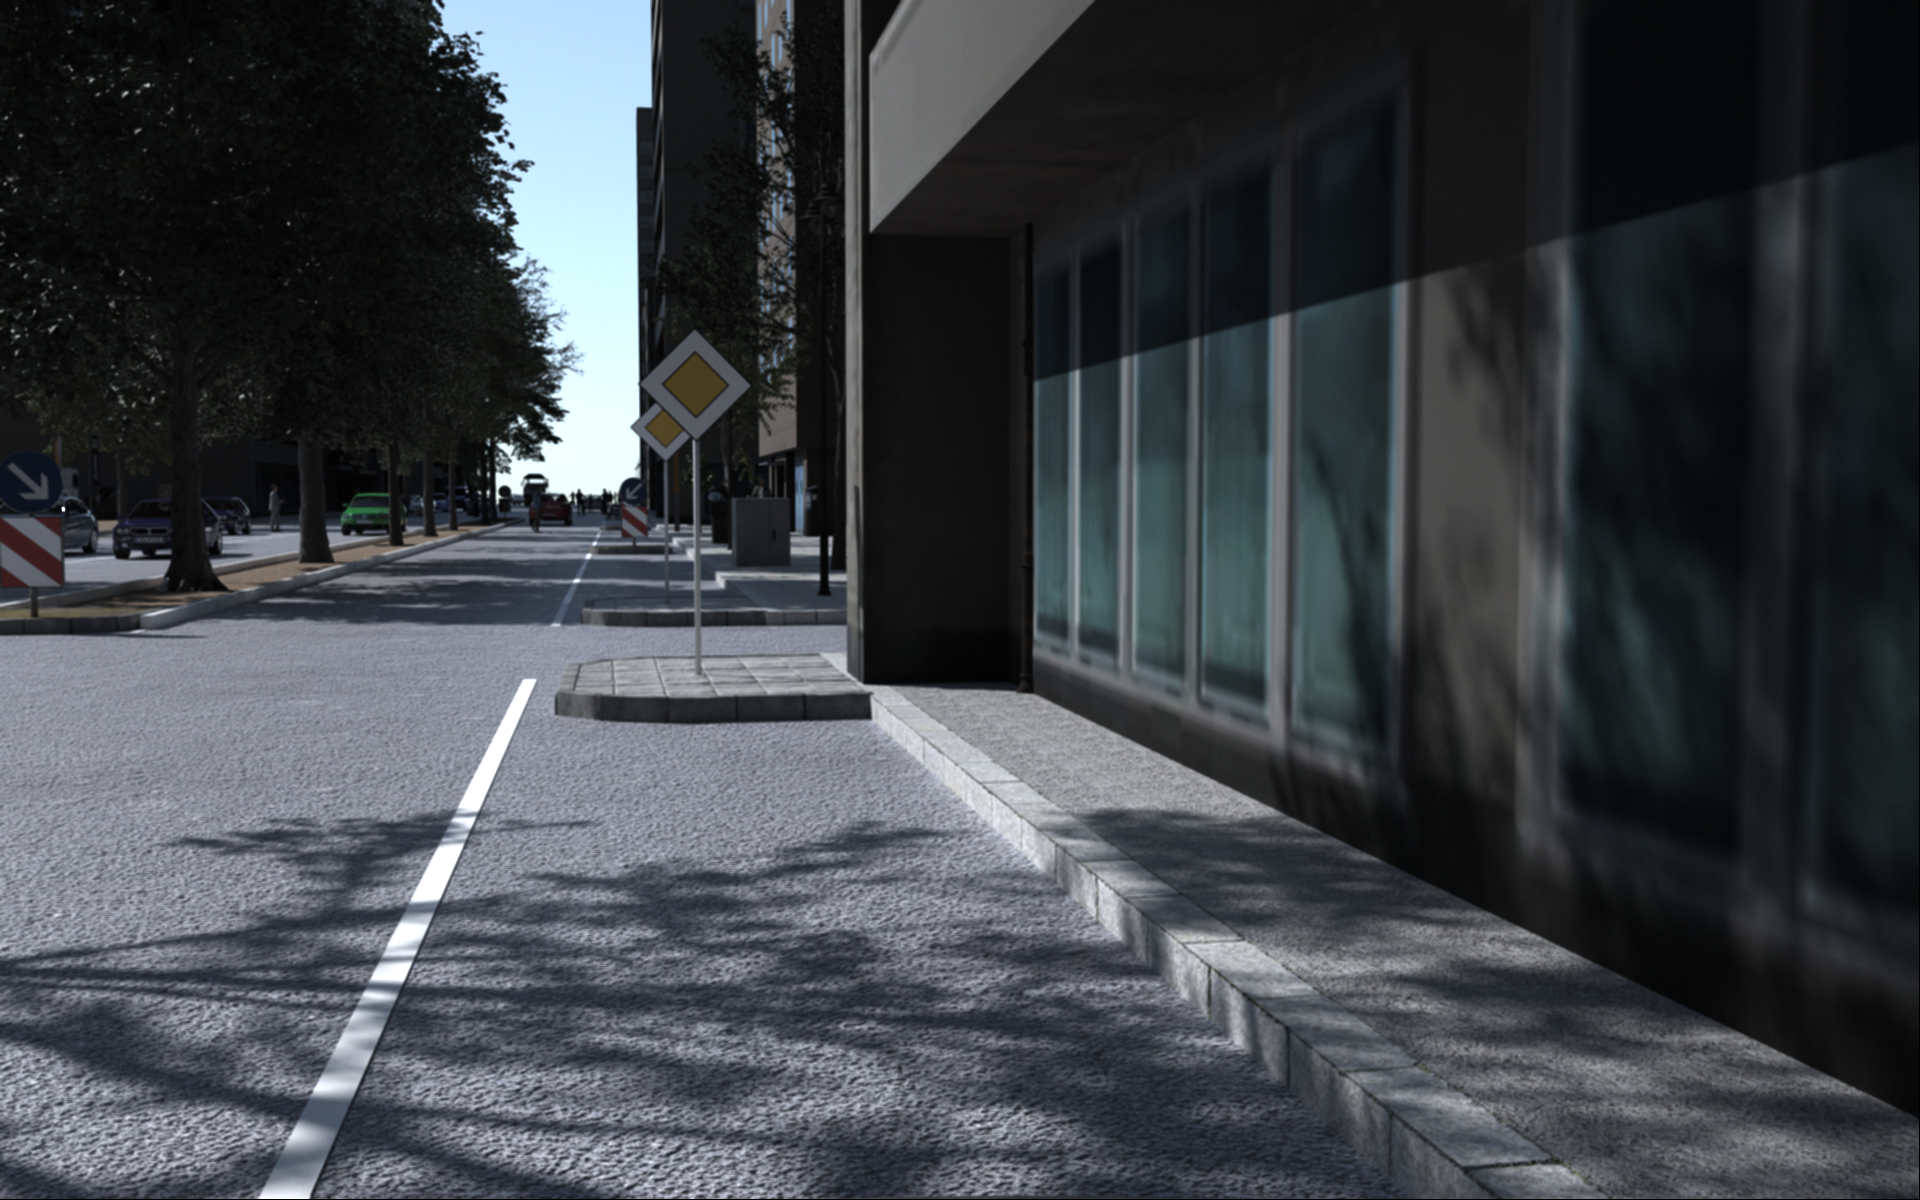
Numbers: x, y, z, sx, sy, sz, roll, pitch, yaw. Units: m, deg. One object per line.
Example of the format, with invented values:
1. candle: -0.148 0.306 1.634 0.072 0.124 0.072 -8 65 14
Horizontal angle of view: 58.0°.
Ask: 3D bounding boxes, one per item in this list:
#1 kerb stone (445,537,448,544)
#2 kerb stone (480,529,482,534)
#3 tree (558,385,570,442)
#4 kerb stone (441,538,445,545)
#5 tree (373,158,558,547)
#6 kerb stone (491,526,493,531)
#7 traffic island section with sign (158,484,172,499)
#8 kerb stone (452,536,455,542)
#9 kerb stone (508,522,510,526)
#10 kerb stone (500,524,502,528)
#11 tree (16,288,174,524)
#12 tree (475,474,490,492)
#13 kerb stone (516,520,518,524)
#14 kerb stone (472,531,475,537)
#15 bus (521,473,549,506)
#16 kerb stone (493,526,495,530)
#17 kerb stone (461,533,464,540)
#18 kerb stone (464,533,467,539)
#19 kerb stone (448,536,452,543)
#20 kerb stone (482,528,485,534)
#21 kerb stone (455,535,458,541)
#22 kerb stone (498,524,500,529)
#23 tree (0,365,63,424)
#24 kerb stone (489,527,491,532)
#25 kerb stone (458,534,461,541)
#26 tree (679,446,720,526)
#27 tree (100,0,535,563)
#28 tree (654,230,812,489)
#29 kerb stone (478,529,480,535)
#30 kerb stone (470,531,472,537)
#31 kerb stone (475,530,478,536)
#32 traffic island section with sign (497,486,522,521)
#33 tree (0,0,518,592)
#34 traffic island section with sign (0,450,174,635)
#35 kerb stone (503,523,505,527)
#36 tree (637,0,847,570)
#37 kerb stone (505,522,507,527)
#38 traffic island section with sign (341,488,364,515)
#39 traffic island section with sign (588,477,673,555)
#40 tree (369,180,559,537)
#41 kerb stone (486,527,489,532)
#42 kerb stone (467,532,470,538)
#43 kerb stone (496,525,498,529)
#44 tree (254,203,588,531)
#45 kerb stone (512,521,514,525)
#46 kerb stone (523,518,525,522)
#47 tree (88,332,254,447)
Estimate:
1. kerb stone: -14.649 -1.633 48.958 0.120 0.150 1.000 -1 4 -11
2. kerb stone: -17.019 -2.371 61.034 0.120 0.150 1.000 -1 4 -11
3. tree: -24.057 -10.313 89.195 7.486 12.596 7.792 0 3 0
4. kerb stone: -14.451 -1.571 47.955 0.120 0.150 1.000 -1 4 -11
5. tree: -15.589 -7.280 47.237 9.928 11.665 9.643 0 3 0
6. kerb stone: -18.022 -2.681 66.049 0.120 0.150 1.000 -1 4 -11
7. traffic island section with sign: -30.143 -3.490 65.691 1.989 1.847 2.006 -1 4 -11
8. kerb stone: -15.046 -1.761 50.983 0.120 0.150 1.000 -1 4 -11
9. kerb stone: -20.002 -3.298 76.125 0.120 0.150 1.000 -1 4 -11
10. kerb stone: -19.011 -2.990 71.085 0.120 0.150 1.000 -1 4 -11
11. tree: -34.879 -9.349 70.980 7.486 12.596 7.792 0 3 0
12. tree: -68.111 -16.091 246.808 4.285 4.588 4.351 0 3 0
13. kerb stone: -21.196 -3.667 82.151 0.120 0.150 1.000 -1 4 -11
14. kerb stone: -16.431 -2.191 58.018 0.120 0.150 1.000 -1 4 -11
15. bus: -50.782 -13.206 207.461 2.896 3.916 12.252 -1 4 -12
16. kerb stone: -18.217 -2.744 67.055 0.120 0.150 1.000 -1 4 -11
17. kerb stone: -15.642 -1.940 53.997 0.120 0.150 1.000 -1 4 -11
18. kerb stone: -15.843 -2.003 55.001 0.120 0.150 1.000 -1 4 -11
19. kerb stone: -14.847 -1.697 49.965 0.120 0.150 1.000 -1 4 -11
20. kerb stone: -17.222 -2.437 62.036 0.120 0.150 1.000 -1 4 -11
21. kerb stone: -15.250 -1.822 51.984 0.120 0.150 1.000 -1 4 -11
22. kerb stone: -18.815 -2.929 70.076 0.120 0.150 1.000 -1 4 -11
23. tree: -29.283 -6.982 48.566 7.601 10.594 8.767 2 4 34
24. kerb stone: -17.823 -2.621 65.047 0.120 0.150 1.000 -1 4 -11
25. kerb stone: -15.439 -1.884 52.995 0.120 0.150 1.000 -1 4 -11
26. tree: -10.420 -4.604 69.873 1.663 3.219 1.824 0 3 0
27. tree: -13.376 -7.731 35.522 9.857 13.997 8.962 0 3 0
28. tree: -6.106 -5.924 47.227 4.737 8.622 4.395 0 3 0
29. kerb stone: -16.834 -2.314 60.029 0.120 0.150 1.000 -1 4 -11
30. kerb stone: -16.243 -2.129 57.014 0.120 0.150 1.000 -1 4 -11
31. kerb stone: -16.630 -2.252 59.021 0.120 0.150 1.000 -1 4 -11
32. traffic island section with sign: -24.289 -5.145 92.256 2.006 1.907 1.989 -1 4 -11
33. tree: -11.367 -6.462 25.126 9.611 12.733 9.660 0 3 0
34. traffic island section with sign: -9.730 -0.636 18.535 2.006 1.907 1.989 -1 4 -11
35. kerb stone: -19.417 -3.113 73.100 0.120 0.150 1.000 -1 4 -11
36. tree: -1.764 -5.801 29.257 7.601 10.594 8.767 -2 4 -31
37. kerb stone: -19.607 -3.175 74.112 0.120 0.150 1.000 -1 4 -11
38. traffic island section with sign: -39.817 -6.487 114.689 1.989 1.847 2.006 -1 4 -11
39. traffic island section with sign: -8.011 -2.040 41.976 1.989 1.847 2.006 -1 4 -11
40. tree: -17.543 -8.351 57.127 7.486 12.596 7.792 0 3 0
41. kerb stone: -17.623 -2.555 64.045 0.120 0.150 1.000 -1 4 -11
42. kerb stone: -16.040 -2.068 56.008 0.120 0.150 1.000 -1 4 -11
43. kerb stone: -18.611 -2.867 69.063 0.120 0.150 1.000 -1 4 -11
44. tree: -19.750 -9.431 67.017 12.009 13.543 11.850 0 3 0
45. kerb stone: -20.605 -3.477 79.136 0.120 0.150 1.000 -1 4 -11
46. kerb stone: -22.387 -4.033 88.176 0.120 0.150 1.000 -1 4 -11
47. tree: -36.731 -10.526 82.473 12.009 13.543 11.850 0 3 0
